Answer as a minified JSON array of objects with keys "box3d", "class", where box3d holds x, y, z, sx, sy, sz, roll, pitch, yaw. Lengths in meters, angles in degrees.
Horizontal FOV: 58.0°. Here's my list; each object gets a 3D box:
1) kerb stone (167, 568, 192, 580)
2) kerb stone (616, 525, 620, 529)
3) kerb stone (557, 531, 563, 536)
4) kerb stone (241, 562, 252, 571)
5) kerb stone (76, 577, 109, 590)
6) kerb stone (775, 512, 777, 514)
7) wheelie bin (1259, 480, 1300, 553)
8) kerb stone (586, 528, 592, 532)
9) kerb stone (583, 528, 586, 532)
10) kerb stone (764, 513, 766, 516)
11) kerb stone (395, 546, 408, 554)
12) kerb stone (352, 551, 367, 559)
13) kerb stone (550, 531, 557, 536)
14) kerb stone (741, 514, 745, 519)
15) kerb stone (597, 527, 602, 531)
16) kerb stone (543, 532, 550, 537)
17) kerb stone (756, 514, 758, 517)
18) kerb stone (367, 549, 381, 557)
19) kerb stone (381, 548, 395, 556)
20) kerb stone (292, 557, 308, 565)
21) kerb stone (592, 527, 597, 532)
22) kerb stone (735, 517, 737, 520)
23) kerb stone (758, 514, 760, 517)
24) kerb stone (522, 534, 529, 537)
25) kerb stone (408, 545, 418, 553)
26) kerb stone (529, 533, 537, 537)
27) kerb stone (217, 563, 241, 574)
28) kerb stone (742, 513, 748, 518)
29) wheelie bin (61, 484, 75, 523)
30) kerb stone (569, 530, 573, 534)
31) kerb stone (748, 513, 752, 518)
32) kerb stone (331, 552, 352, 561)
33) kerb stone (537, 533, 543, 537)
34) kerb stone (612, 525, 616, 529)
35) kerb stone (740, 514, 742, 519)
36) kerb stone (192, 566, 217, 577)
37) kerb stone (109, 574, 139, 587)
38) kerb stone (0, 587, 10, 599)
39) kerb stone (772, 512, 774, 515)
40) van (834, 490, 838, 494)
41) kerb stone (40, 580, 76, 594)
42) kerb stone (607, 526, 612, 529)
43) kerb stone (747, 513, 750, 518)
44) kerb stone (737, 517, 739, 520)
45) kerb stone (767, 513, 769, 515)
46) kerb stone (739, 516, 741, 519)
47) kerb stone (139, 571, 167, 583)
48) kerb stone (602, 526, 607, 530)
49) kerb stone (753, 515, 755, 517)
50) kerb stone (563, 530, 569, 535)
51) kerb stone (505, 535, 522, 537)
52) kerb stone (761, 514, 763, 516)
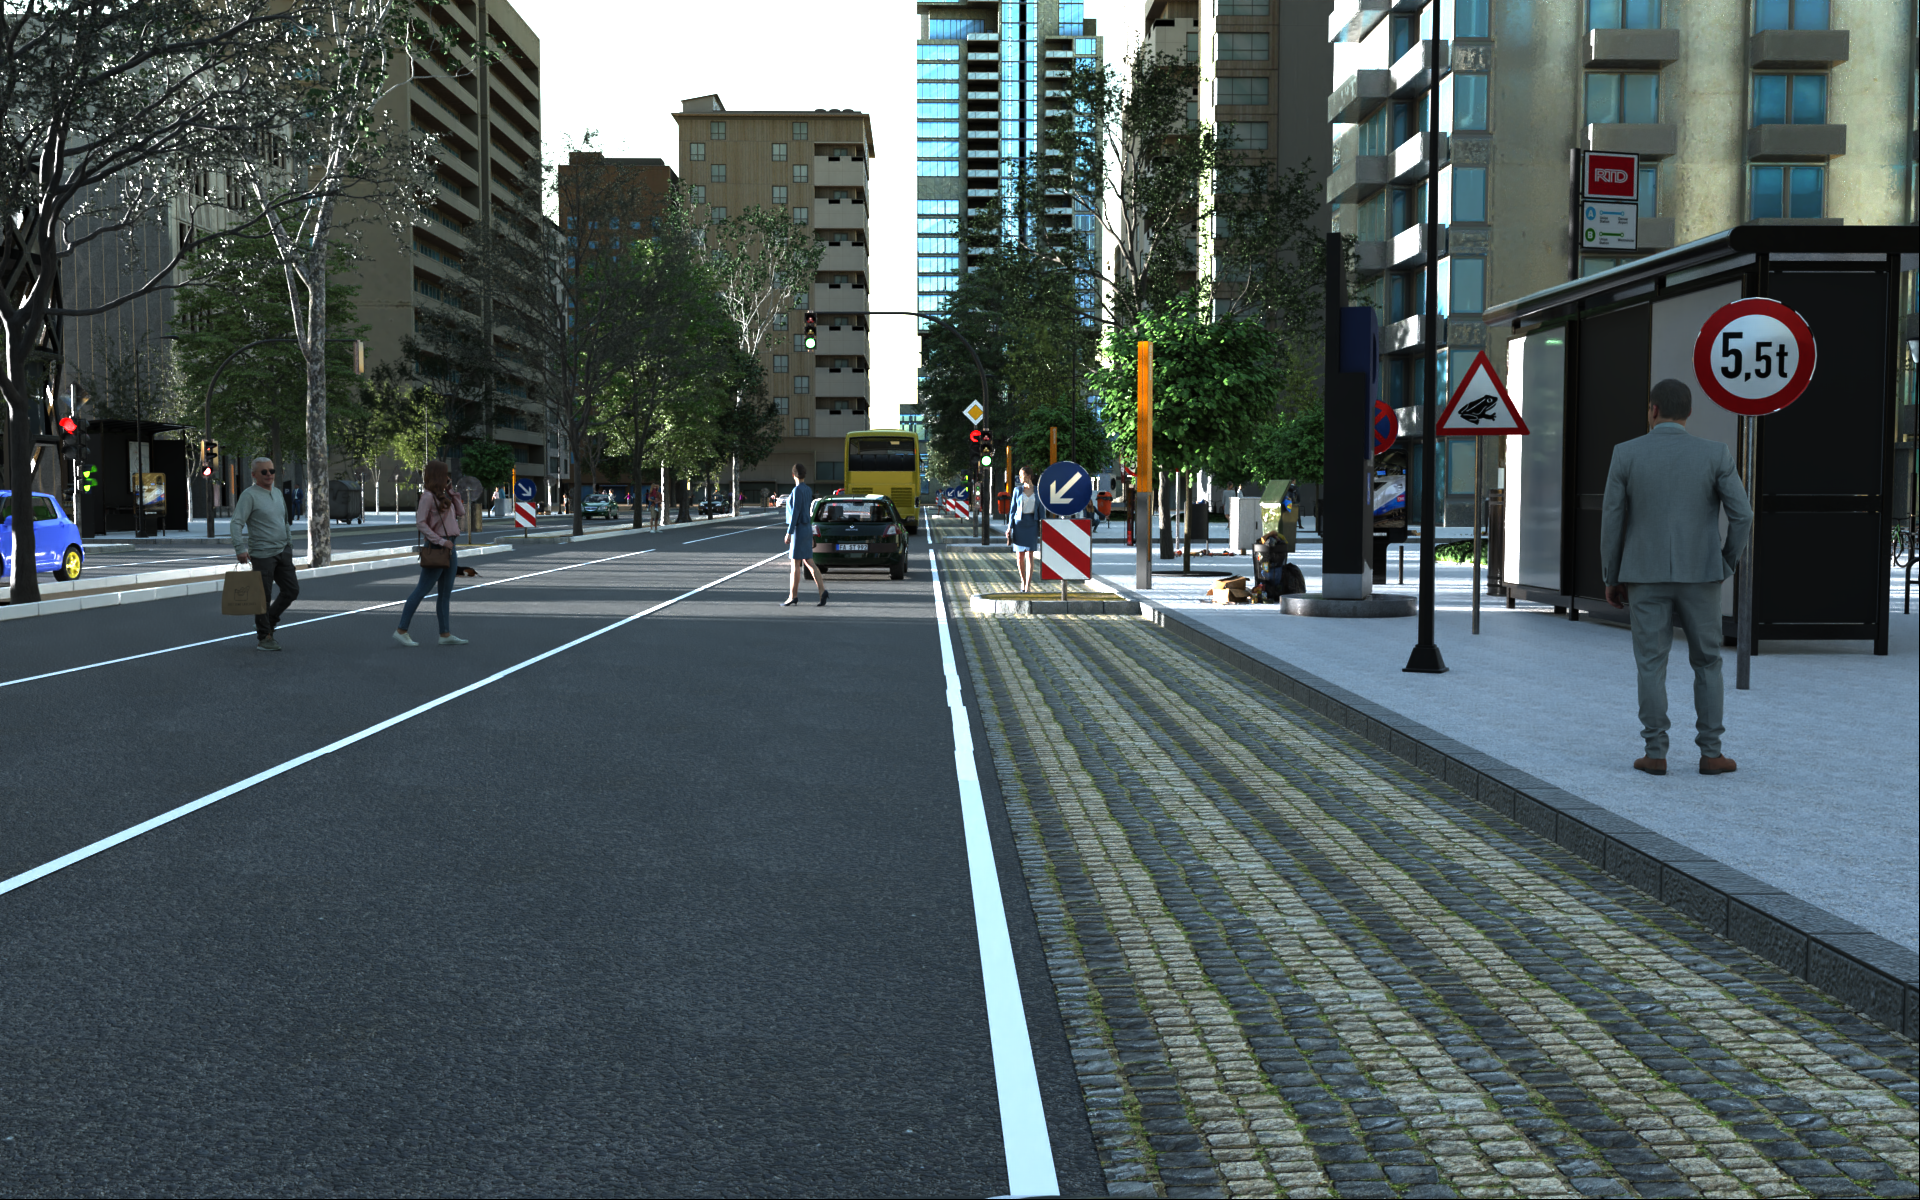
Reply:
[{"box3d":[-13.204,-0.421,29.081,0.120,0.150,1.000,0,4,-1],"class":"kerb stone"},{"box3d":[-14.097,-2.962,70.619,0.120,0.150,1.000,0,4,-1],"class":"kerb stone"},{"box3d":[-13.858,-2.272,59.346,0.120,0.150,1.000,0,4,-1],"class":"kerb stone"},{"box3d":[-13.255,-0.609,32.157,0.120,0.150,1.000,0,4,-1],"class":"kerb stone"},{"box3d":[-13.124,-0.234,26.014,0.120,0.150,1.000,0,4,-1],"class":"kerb stone"},{"box3d":[-13.084,-6.034,120.875,0.120,0.150,1.000,0,4,-1],"class":"kerb stone"},{"box3d":[7.028,-1.848,38.128,0.693,1.594,0.980,-3,4,-37],"class":"wheelie bin"},{"box3d":[-13.964,-2.579,64.472,0.120,0.150,1.000,0,4,-1],"class":"kerb stone"},{"box3d":[-13.944,-2.521,63.450,0.120,0.150,1.000,0,4,-1],"class":"kerb stone"},{"box3d":[-12.915,-5.531,112.681,0.120,0.150,1.000,0,4,-1],"class":"kerb stone"},{"box3d":[-13.461,-1.165,41.371,0.120,0.150,1.000,0,4,-1],"class":"kerb stone"},{"box3d":[-13.398,-0.982,38.302,0.120,0.150,1.000,0,4,-1],"class":"kerb stone"},{"box3d":[-13.835,-2.209,58.316,0.120,0.150,1.000,0,4,-1],"class":"kerb stone"},{"box3d":[-12.617,-4.716,99.354,0.120,0.150,1.000,0,4,-1],"class":"kerb stone"},{"box3d":[-14.016,-2.711,66.521,0.120,0.150,1.000,0,4,-1],"class":"kerb stone"},{"box3d":[-13.802,-2.146,57.294,0.120,0.150,1.000,0,4,-1],"class":"kerb stone"},{"box3d":[-12.805,-5.219,107.558,0.120,0.150,1.000,0,4,-1],"class":"kerb stone"},{"box3d":[-13.421,-1.048,39.323,0.120,0.150,1.000,0,4,-1],"class":"kerb stone"},{"box3d":[-13.443,-1.110,40.345,0.120,0.150,1.000,0,4,-1],"class":"kerb stone"},{"box3d":[-13.334,-0.797,35.233,0.120,0.150,1.000,0,4,-1],"class":"kerb stone"},{"box3d":[-13.992,-2.648,65.494,0.120,0.150,1.000,0,4,-1],"class":"kerb stone"},{"box3d":[-12.537,-4.466,95.238,0.120,0.150,1.000,0,4,-1],"class":"kerb stone"},{"box3d":[-12.830,-5.282,108.580,0.120,0.150,1.000,0,4,-1],"class":"kerb stone"},{"box3d":[-13.740,-1.957,54.223,0.120,0.150,1.000,0,4,-1],"class":"kerb stone"},{"box3d":[-13.481,-1.234,42.395,0.120,0.150,1.000,0,4,-1],"class":"kerb stone"},{"box3d":[-13.760,-2.021,55.245,0.120,0.150,1.000,0,4,-1],"class":"kerb stone"},{"box3d":[-13.231,-0.546,31.125,0.120,0.150,1.000,0,4,-1],"class":"kerb stone"},{"box3d":[-12.665,-4.844,101.401,0.120,0.150,1.000,0,4,-1],"class":"kerb stone"},{"box3d":[-26.807,-2.733,52.591,0.980,1.594,0.693,1,4,18],"class":"wheelie bin"},{"box3d":[-13.895,-2.398,61.396,0.120,0.150,1.000,0,4,-1],"class":"kerb stone"},{"box3d":[-12.713,-4.968,103.454,0.120,0.150,1.000,0,4,-1],"class":"kerb stone"},{"box3d":[-13.374,-0.923,37.280,0.120,0.150,1.000,0,4,-1],"class":"kerb stone"},{"box3d":[-13.790,-2.083,56.272,0.120,0.150,1.000,0,4,-1],"class":"kerb stone"},{"box3d":[-14.078,-2.899,69.594,0.120,0.150,1.000,0,4,-1],"class":"kerb stone"},{"box3d":[-12.603,-4.656,98.321,0.120,0.150,1.000,0,4,-1],"class":"kerb stone"},{"box3d":[-13.216,-0.484,30.103,0.120,0.150,1.000,0,4,-1],"class":"kerb stone"},{"box3d":[-13.150,-0.296,27.036,0.120,0.150,1.000,0,4,-1],"class":"kerb stone"},{"box3d":[-13.080,-0.108,23.968,0.120,0.150,1.000,0,4,-1],"class":"kerb stone"},{"box3d":[-13.043,-5.910,118.831,0.120,0.150,1.000,0,4,-1],"class":"kerb stone"},{"box3d":[-13.426,-11.483,194.750,2.013,2.044,4.112,0,4,-1],"class":"van"},{"box3d":[-13.106,-0.171,24.992,0.120,0.150,1.000,0,4,-1],"class":"kerb stone"},{"box3d":[-14.049,-2.836,68.572,0.120,0.150,1.000,0,4,-1],"class":"kerb stone"},{"box3d":[-12.694,-4.907,102.432,0.120,0.150,1.000,0,4,-1],"class":"kerb stone"},{"box3d":[-12.549,-4.530,96.265,0.120,0.150,1.000,0,4,-1],"class":"kerb stone"},{"box3d":[-12.953,-5.660,114.737,0.120,0.150,1.000,0,4,-1],"class":"kerb stone"},{"box3d":[-12.576,-4.593,97.293,0.120,0.150,1.000,0,4,-1],"class":"kerb stone"},{"box3d":[-13.169,-0.359,28.060,0.120,0.150,1.000,0,4,-1],"class":"kerb stone"},{"box3d":[-14.036,-2.774,67.550,0.120,0.150,1.000,0,4,-1],"class":"kerb stone"},{"box3d":[-12.758,-5.087,105.508,0.120,0.150,1.000,0,4,-1],"class":"kerb stone"},{"box3d":[-13.883,-2.335,60.370,0.120,0.150,1.000,0,4,-1],"class":"kerb stone"},{"box3d":[-13.718,-1.893,53.198,0.120,0.150,1.000,0,4,-1],"class":"kerb stone"},{"box3d":[-12.870,-5.409,110.624,0.120,0.150,1.000,0,4,-1],"class":"kerb stone"}]
